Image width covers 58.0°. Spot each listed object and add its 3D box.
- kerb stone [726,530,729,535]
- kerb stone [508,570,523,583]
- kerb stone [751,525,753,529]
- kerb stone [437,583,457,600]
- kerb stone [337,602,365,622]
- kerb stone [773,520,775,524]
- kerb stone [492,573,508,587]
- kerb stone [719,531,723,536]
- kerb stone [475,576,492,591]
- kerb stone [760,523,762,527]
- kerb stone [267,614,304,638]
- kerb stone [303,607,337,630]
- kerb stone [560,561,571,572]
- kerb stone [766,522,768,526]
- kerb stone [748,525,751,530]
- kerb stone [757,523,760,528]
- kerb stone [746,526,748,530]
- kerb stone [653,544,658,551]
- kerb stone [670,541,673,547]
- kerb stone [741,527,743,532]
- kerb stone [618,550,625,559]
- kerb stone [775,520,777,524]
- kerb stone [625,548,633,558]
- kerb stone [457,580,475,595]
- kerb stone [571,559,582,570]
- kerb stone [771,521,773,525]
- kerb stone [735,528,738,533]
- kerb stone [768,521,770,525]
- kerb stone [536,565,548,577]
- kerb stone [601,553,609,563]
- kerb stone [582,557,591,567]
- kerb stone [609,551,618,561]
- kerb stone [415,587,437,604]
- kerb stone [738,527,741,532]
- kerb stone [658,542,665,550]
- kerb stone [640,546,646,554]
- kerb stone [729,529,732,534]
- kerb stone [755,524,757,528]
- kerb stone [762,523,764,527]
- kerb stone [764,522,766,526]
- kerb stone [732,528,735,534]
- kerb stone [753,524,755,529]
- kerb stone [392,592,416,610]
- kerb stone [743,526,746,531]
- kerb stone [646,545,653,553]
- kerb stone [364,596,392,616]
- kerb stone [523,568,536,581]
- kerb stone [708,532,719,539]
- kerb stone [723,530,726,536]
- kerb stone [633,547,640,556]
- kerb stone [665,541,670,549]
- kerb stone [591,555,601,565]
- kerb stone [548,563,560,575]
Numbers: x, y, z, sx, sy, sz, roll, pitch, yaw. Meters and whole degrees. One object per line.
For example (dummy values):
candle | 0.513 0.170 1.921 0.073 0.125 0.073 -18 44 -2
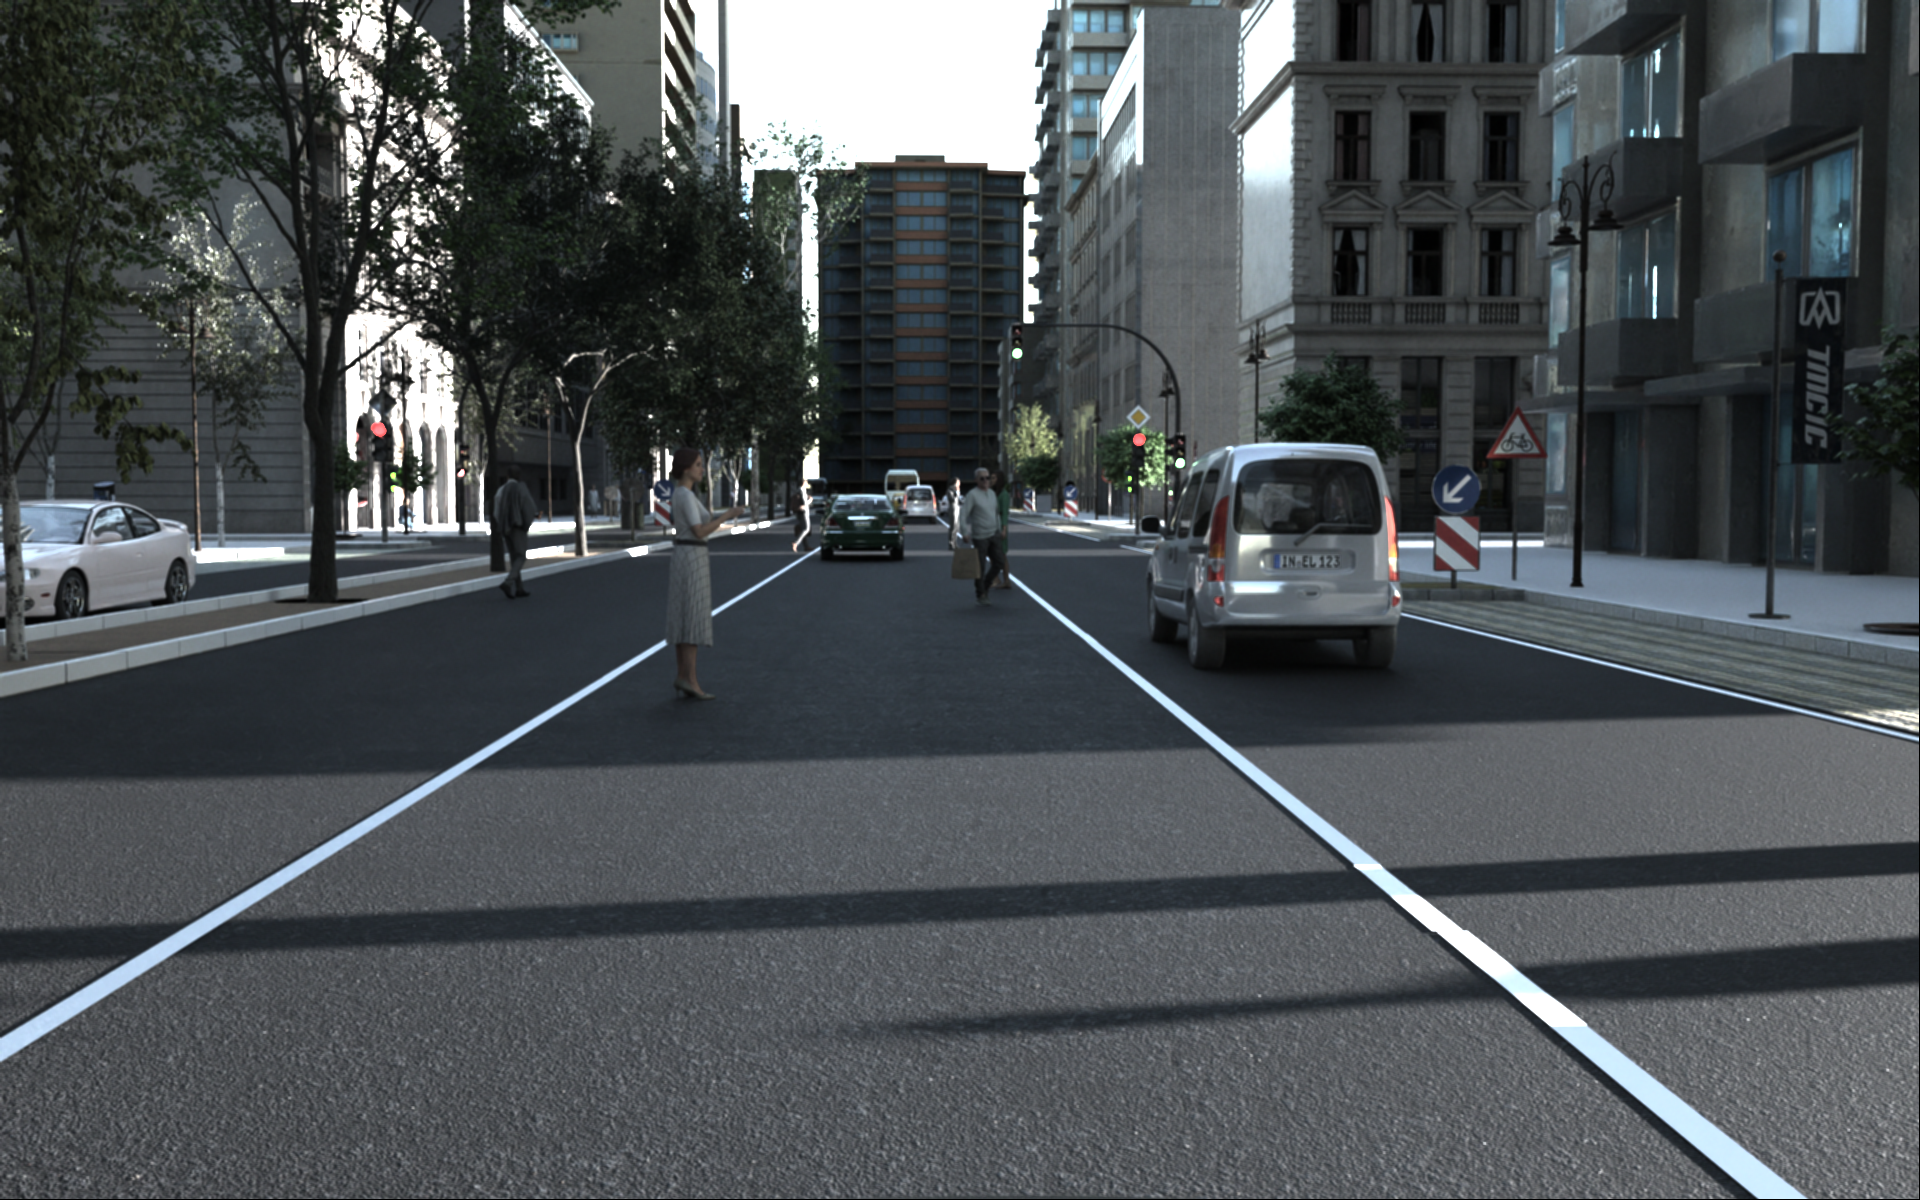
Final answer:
kerb stone | -8.239 -2.332 60.323 0.120 0.150 1.000 0 4 -2
kerb stone | -7.271 -0.352 27.964 0.120 0.150 1.000 0 4 -2
kerb stone | -8.519 -2.895 69.536 0.120 0.150 1.000 0 4 -2
kerb stone | -7.153 -0.102 23.865 0.120 0.150 1.000 0 4 -2
kerb stone | -7.038 0.152 19.775 0.120 0.150 1.000 0 4 -2
kerb stone | -8.854 -3.587 80.849 0.120 0.150 1.000 0 4 -2
kerb stone | -7.254 -0.289 26.942 0.120 0.150 1.000 0 4 -2
kerb stone | -8.187 -2.207 58.279 0.120 0.150 1.000 0 4 -2
kerb stone | -7.218 -0.227 25.908 0.120 0.150 1.000 0 4 -2
kerb stone | -8.641 -3.146 73.636 0.120 0.150 1.000 0 4 -2
kerb stone | -6.979 0.273 17.725 0.120 0.150 1.000 0 4 -2
kerb stone | -7.003 0.211 18.753 0.120 0.150 1.000 0 4 -2
kerb stone | -7.408 -0.604 32.068 0.120 0.150 1.000 0 4 -2
kerb stone | -8.729 -3.335 76.717 0.120 0.150 1.000 0 4 -2
kerb stone | -8.493 -2.833 68.514 0.120 0.150 1.000 0 4 -2
kerb stone | -8.607 -3.084 72.612 0.120 0.150 1.000 0 4 -2
kerb stone | -8.452 -2.767 67.492 0.120 0.150 1.000 0 4 -2
kerb stone | -7.742 -1.292 43.320 0.120 0.150 1.000 0 4 -2
kerb stone | -7.828 -1.480 46.395 0.120 0.150 1.000 0 4 -2
kerb stone | -8.403 -2.643 65.442 0.120 0.150 1.000 0 4 -2
kerb stone | -7.580 -0.972 38.208 0.120 0.150 1.000 0 4 -2
kerb stone | -8.885 -3.643 81.871 0.120 0.150 1.000 0 4 -2
kerb stone | -7.616 -1.040 39.229 0.120 0.150 1.000 0 4 -2
kerb stone | -7.192 -0.162 24.886 0.120 0.150 1.000 0 4 -2
kerb stone | -7.435 -0.667 33.096 0.120 0.150 1.000 0 4 -2
kerb stone | -8.826 -3.522 79.809 0.120 0.150 1.000 0 4 -2
kerb stone | -8.336 -2.513 63.395 0.120 0.150 1.000 0 4 -2
kerb stone | -8.765 -3.398 77.747 0.120 0.150 1.000 0 4 -2
kerb stone | -7.341 -0.477 30.009 0.120 0.150 1.000 0 4 -2
kerb stone | -7.525 -0.849 36.161 0.120 0.150 1.000 0 4 -2
kerb stone | -7.464 -0.729 34.118 0.120 0.150 1.000 0 4 -2
kerb stone | -7.548 -0.917 37.185 0.120 0.150 1.000 0 4 -2
kerb stone | -7.131 -0.037 22.843 0.120 0.150 1.000 0 4 -2
kerb stone | -8.365 -2.583 64.420 0.120 0.150 1.000 0 4 -2
kerb stone | -7.759 -1.355 44.342 0.120 0.150 1.000 0 4 -2
kerb stone | -7.676 -1.167 41.277 0.120 0.150 1.000 0 4 -2
kerb stone | -8.273 -2.394 61.344 0.120 0.150 1.000 0 4 -2
kerb stone | -8.584 -3.020 71.579 0.120 0.150 1.000 0 4 -2
kerb stone | -8.667 -3.209 74.667 0.120 0.150 1.000 0 4 -2
kerb stone | -8.700 -3.272 75.693 0.120 0.150 1.000 0 4 -2
kerb stone | -8.304 -2.457 62.368 0.120 0.150 1.000 0 4 -2
kerb stone | -8.544 -2.958 70.558 0.120 0.150 1.000 0 4 -2
kerb stone | -7.095 0.023 21.822 0.120 0.150 1.000 0 4 -2
kerb stone | -8.427 -2.708 66.470 0.120 0.150 1.000 0 4 -2
kerb stone | -7.700 -1.230 42.299 0.120 0.150 1.000 0 4 -2
kerb stone | -7.062 0.086 20.798 0.120 0.150 1.000 0 4 -2
kerb stone | -7.301 -0.414 28.988 0.120 0.150 1.000 0 4 -2
kerb stone | -8.158 -2.142 57.257 0.120 0.150 1.000 0 4 -2
kerb stone | -8.209 -2.262 59.301 0.120 0.150 1.000 0 4 -2
kerb stone | -7.644 -1.104 40.254 0.120 0.150 1.000 0 4 -2
kerb stone | -7.796 -1.412 45.366 0.120 0.150 1.000 0 4 -2
kerb stone | -7.486 -0.792 35.139 0.120 0.150 1.000 0 4 -2
kerb stone | -7.369 -0.541 31.038 0.120 0.150 1.000 0 4 -2
